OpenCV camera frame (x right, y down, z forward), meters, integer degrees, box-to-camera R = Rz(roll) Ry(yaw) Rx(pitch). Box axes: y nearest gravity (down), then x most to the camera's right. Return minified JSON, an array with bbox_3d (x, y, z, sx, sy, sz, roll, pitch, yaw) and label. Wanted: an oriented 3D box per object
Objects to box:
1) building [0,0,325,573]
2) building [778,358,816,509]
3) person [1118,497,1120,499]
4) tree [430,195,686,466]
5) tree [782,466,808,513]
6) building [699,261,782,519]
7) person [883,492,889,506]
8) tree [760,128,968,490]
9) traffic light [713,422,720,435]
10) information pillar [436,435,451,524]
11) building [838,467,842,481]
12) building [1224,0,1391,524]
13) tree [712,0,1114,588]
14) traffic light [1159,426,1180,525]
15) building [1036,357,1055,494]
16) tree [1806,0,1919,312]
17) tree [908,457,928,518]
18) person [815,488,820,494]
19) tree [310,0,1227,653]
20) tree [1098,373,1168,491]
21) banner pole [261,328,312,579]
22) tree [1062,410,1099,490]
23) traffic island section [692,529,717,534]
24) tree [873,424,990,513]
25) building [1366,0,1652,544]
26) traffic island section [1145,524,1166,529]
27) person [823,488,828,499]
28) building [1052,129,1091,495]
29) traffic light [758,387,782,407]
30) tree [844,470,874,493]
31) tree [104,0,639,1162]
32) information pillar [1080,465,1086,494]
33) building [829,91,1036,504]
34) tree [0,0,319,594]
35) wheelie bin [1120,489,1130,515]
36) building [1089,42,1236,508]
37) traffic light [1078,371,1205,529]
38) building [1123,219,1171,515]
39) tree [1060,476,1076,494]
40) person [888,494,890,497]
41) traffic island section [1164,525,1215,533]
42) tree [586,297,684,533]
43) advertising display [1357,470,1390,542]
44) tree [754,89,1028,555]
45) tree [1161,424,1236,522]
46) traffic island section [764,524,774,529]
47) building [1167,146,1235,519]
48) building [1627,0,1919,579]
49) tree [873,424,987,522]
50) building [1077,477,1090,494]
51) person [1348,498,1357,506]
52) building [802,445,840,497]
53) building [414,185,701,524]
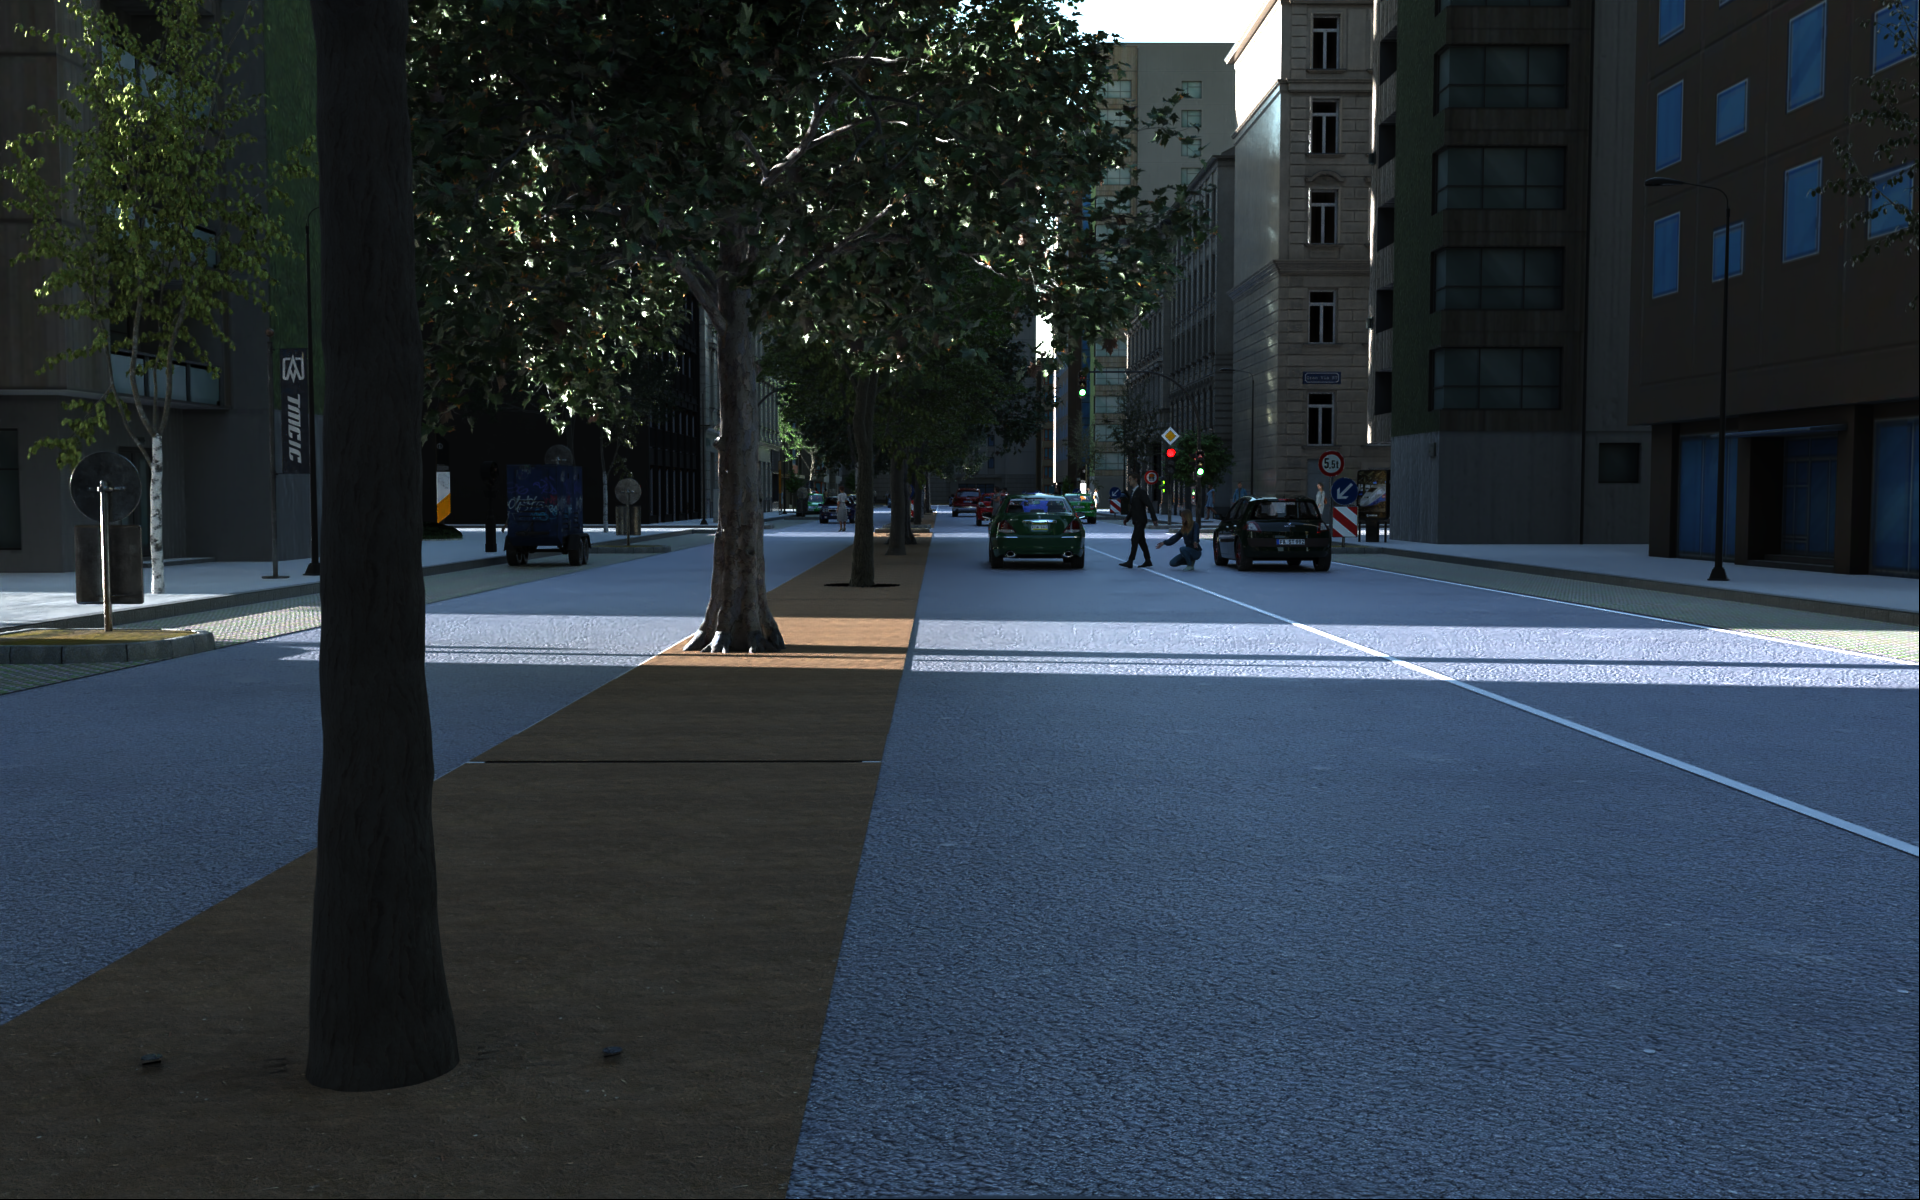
[{"bbox_3d":[-19.972,-21.178,29.862,14.154,41.232,14.086,0,4,-1],"label":"building"},{"bbox_3d":[-25.084,-30.974,161.052,22.147,44.769,28.867,0,4,-1],"label":"building"},{"bbox_3d":[10.646,-6.707,116.703,0.512,1.701,0.522,1,4,10],"label":"person"},{"bbox_3d":[-11.362,-7.058,49.813,7.601,10.594,8.767,0,4,4],"label":"tree"},{"bbox_3d":[-11.512,-7.607,118.976,1.663,3.219,1.824,0,3,0],"label":"tree"},{"bbox_3d":[-21.300,-20.437,110.561,17.030,29.872,44.131,0,4,-1],"label":"building"},{"bbox_3d":[-8.843,-12.370,211.475,1.217,1.736,0.721,0,4,-6],"label":"person"},{"bbox_3d":[-1.941,-4.959,33.905,4.737,8.622,4.395,0,3,0],"label":"tree"},{"bbox_3d":[-8.668,-4.580,63.801,0.839,4.253,0.868,0,4,-1],"label":"traffic light"},{"bbox_3d":[-19.240,-4.470,64.439,0.504,3.616,0.183,0,4,-5],"label":"information pillar"},{"bbox_3d":[-21.703,-27.012,213.352,14.107,30.474,14.160,0,4,-1],"label":"building"},{"bbox_3d":[25.502,-17.226,78.901,25.104,27.353,12.463,0,4,-1],"label":"building"},{"bbox_3d":[-1.391,-5.997,26.263,9.928,11.665,9.643,0,3,0],"label":"tree"},{"bbox_3d":[8.705,-5.081,71.992,0.839,4.253,0.868,0,4,-1],"label":"traffic light"},{"bbox_3d":[25.338,-24.535,246.188,28.899,21.520,27.650,0,4,-1],"label":"building"},{"bbox_3d":[11.605,-4.161,18.398,4.360,8.622,3.978,0,3,0],"label":"tree"},{"bbox_3d":[-2.275,-9.238,103.858,4.360,8.622,3.978,0,3,0],"label":"tree"},{"bbox_3d":[-12.573,-8.869,150.984,0.705,1.831,1.348,3,5,44],"label":"person"},{"bbox_3d":[-2.044,-5.888,15.737,9.611,12.733,9.660,0,3,0],"label":"tree"},{"bbox_3d":[10.398,-9.335,102.983,4.360,8.622,3.978,0,3,0],"label":"tree"},{"bbox_3d":[-10.211,-2.216,26.242,0.863,3.779,0.401,1,4,13],"label":"banner pole"},{"bbox_3d":[10.925,-12.234,150.389,4.360,8.622,3.978,0,3,0],"label":"tree"},{"bbox_3d":[-8.708,-2.548,63.936,2.009,0.180,2.903,0,4,-1],"label":"traffic island section"},{"bbox_3d":[-2.462,-10.581,109.866,8.767,10.594,7.601,0,4,-1],"label":"tree"},{"bbox_3d":[19.154,-17.038,50.275,14.160,30.474,14.107,0,4,-1],"label":"building"},{"bbox_3d":[8.745,-3.047,72.106,2.009,0.180,2.903,0,4,-1],"label":"traffic island section"},{"bbox_3d":[-12.941,-9.821,166.624,1.348,1.823,0.705,-3,4,-38],"label":"person"},{"bbox_3d":[18.779,-34.438,213.168,14.600,45.320,14.200,0,4,-1],"label":"building"},{"bbox_3d":[-6.664,-5.944,71.844,4.771,5.953,1.251,0,4,-1],"label":"traffic light"},{"bbox_3d":[-12.716,-14.586,222.197,4.285,4.588,4.351,0,3,0],"label":"tree"},{"bbox_3d":[-1.400,-5.561,3.746,12.009,13.543,11.850,0,3,0],"label":"tree"},{"bbox_3d":[9.676,-8.834,135.794,0.504,3.616,0.183,2,4,25],"label":"information pillar"},{"bbox_3d":[-3.890,-42.843,242.482,28.212,58.520,21.231,0,4,-1],"label":"building"},{"bbox_3d":[-10.424,-4.403,22.352,4.737,8.622,4.395,0,3,0],"label":"tree"},{"bbox_3d":[10.257,-6.098,107.614,0.693,1.594,0.980,1,4,13],"label":"wheelie bin"},{"bbox_3d":[18.977,-29.189,160.830,14.154,41.232,14.086,0,4,-1],"label":"building"},{"bbox_3d":[6.702,-5.454,63.843,4.771,5.953,1.251,0,4,-1],"label":"traffic light"},{"bbox_3d":[16.757,-16.899,127.215,10.553,20.767,40.483,0,4,-1],"label":"building"},{"bbox_3d":[10.106,-10.443,165.345,1.663,3.219,1.824,0,3,0],"label":"tree"},{"bbox_3d":[-7.910,-11.094,193.140,0.557,1.426,1.065,-1,4,-9],"label":"person"},{"bbox_3d":[8.833,-2.559,64.122,2.009,0.180,2.903,0,4,-1],"label":"traffic island section"},{"bbox_3d":[-11.560,-6.548,57.418,4.360,8.622,3.978,0,3,0],"label":"tree"},{"bbox_3d":[11.013,-2.506,46.192,0.123,1.923,0.974,-3,5,-39],"label":"advertising display"},{"bbox_3d":[-1.580,-7.333,40.482,7.486,12.596,7.792,0,3,0],"label":"tree"},{"bbox_3d":[10.918,-5.831,79.052,4.285,4.588,4.351,0,3,0],"label":"tree"},{"bbox_3d":[-8.795,-3.036,71.920,2.009,0.180,2.903,0,4,-1],"label":"traffic island section"},{"bbox_3d":[17.648,-15.208,97.807,9.793,20.994,18.267,0,4,-1],"label":"building"},{"bbox_3d":[20.828,-23.096,27.726,14.600,45.320,14.200,0,4,-1],"label":"building"},{"bbox_3d":[-2.319,-10.951,88.160,9.857,13.997,8.962,0,3,0],"label":"tree"},{"bbox_3d":[28.708,-29.853,179.971,32.217,40.220,23.993,0,4,-1],"label":"building"},{"bbox_3d":[16.556,-4.076,72.882,0.583,1.804,0.606,-3,5,-41],"label":"person"},{"bbox_3d":[-27.909,-21.151,190.864,27.650,21.520,28.899,0,4,-1],"label":"building"},{"bbox_3d":[-19.421,-15.352,80.684,12.332,23.373,15.834,0,4,-1],"label":"building"}]
